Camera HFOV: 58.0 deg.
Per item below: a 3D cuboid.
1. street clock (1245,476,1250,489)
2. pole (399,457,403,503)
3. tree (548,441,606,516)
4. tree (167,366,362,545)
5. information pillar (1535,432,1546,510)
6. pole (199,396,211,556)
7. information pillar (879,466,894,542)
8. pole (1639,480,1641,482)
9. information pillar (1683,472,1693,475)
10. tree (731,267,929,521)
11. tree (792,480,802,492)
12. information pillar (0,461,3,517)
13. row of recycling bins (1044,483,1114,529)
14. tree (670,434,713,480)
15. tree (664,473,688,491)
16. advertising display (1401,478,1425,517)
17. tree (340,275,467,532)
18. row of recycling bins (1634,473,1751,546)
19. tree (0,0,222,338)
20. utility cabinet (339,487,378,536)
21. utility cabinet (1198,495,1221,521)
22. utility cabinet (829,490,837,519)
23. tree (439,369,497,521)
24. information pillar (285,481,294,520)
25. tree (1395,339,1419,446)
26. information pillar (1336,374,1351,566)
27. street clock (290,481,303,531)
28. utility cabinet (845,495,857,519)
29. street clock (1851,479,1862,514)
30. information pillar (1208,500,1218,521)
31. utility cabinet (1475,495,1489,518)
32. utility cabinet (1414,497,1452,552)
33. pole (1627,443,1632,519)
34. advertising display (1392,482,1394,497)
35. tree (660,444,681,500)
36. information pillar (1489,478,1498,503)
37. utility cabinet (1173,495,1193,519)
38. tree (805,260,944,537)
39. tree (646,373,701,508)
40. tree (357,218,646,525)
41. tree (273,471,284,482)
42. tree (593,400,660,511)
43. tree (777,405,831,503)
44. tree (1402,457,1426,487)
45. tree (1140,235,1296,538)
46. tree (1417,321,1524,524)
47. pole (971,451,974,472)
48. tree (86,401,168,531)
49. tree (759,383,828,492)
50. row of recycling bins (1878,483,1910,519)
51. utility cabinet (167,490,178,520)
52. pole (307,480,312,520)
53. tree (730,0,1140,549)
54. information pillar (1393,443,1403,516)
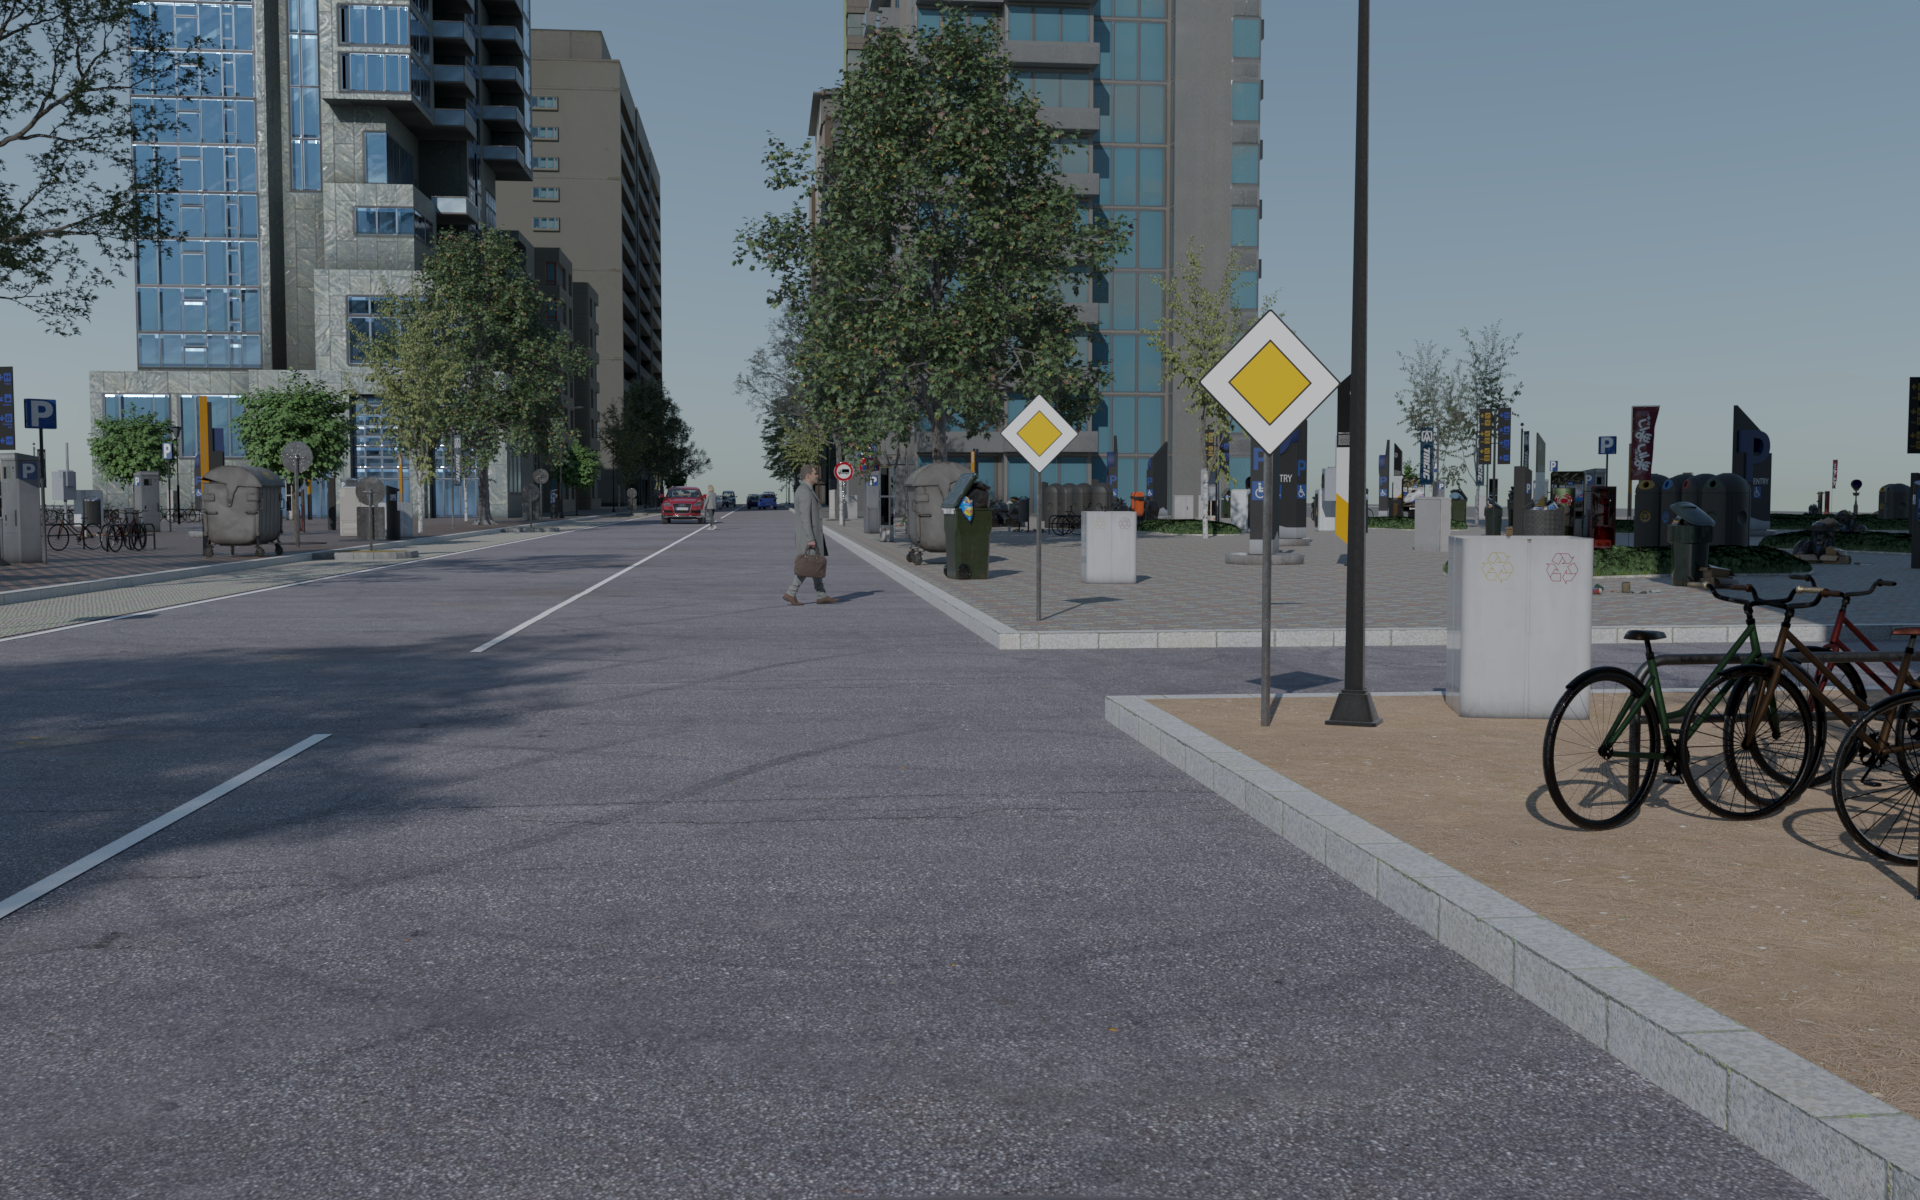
[{"bbox_3d":[11.754,-3.998,69.931,0.471,2.002,0.358,0,4,4],"label":"street clock"},{"bbox_3d":[-28.638,-5.804,88.746,0.158,3.312,0.155,0,3,0],"label":"pole"},{"bbox_3d":[-22.324,-7.185,101.183,4.285,4.588,4.351,0,3,0],"label":"tree"},{"bbox_3d":[-17.033,-3.720,44.535,4.285,4.588,4.351,0,3,0],"label":"tree"},{"bbox_3d":[22.096,-4.565,65.985,0.504,3.616,0.183,-2,4,-35],"label":"information pillar"},{"bbox_3d":[-15.678,-2.576,35.967,0.158,3.312,0.155,0,3,0],"label":"pole"},{"bbox_3d":[-1.950,-2.547,46.129,0.304,2.012,0.304,1,4,18],"label":"information pillar"},{"bbox_3d":[24.541,-4.193,62.399,0.158,3.312,0.155,0,3,0],"label":"pole"},{"bbox_3d":[24.689,-3.321,58.792,0.304,2.012,0.304,2,4,32],"label":"information pillar"},{"bbox_3d":[-5.742,-10.591,83.538,12.009,13.543,11.850,0,3,0],"label":"tree"},{"bbox_3d":[-18.301,-12.356,196.618,1.663,3.219,1.824,0,3,0],"label":"tree"},{"bbox_3d":[-21.328,-2.095,38.747,0.304,2.012,0.304,3,5,40],"label":"information pillar"},{"bbox_3d":[4.387,-3.501,64.355,1.069,1.692,3.534,-3,4,-36],"label":"row of recycling bins"},{"bbox_3d":[-39.129,-19.067,246.160,8.767,10.594,7.601,0,4,-3],"label":"tree"},{"bbox_3d":[-35.289,-14.105,214.329,4.285,4.588,4.351,0,3,0],"label":"tree"},{"bbox_3d":[17.840,-3.852,68.201,0.974,1.923,0.123,-1,4,-15],"label":"advertising display"},{"bbox_3d":[-18.183,-6.552,57.482,4.737,8.622,4.395,0,3,0],"label":"tree"},{"bbox_3d":[14.817,-1.711,35.093,1.069,1.692,3.534,0,4,-6],"label":"row of recycling bins"},{"bbox_3d":[-13.665,-5.353,21.939,8.767,10.594,7.601,-1,4,-15],"label":"tree"},{"bbox_3d":[-18.094,-2.661,52.185,1.173,1.500,0.318,1,4,15],"label":"utility cabinet"},{"bbox_3d":[11.654,-4.259,80.803,1.020,1.237,0.306,1,4,19],"label":"utility cabinet"},{"bbox_3d":[-6.419,-4.897,88.741,0.318,1.500,1.173,1,4,11],"label":"utility cabinet"},{"bbox_3d":[-23.455,-8.040,81.816,4.360,8.622,3.978,0,3,0],"label":"tree"},{"bbox_3d":[-32.909,-4.925,85.022,0.304,2.012,0.304,-1,4,-8],"label":"information pillar"},{"bbox_3d":[22.355,-8.036,81.748,4.360,8.622,3.978,0,3,0],"label":"tree"},{"bbox_3d":[6.947,-2.411,30.772,0.504,3.616,0.183,1,4,19],"label":"information pillar"},{"bbox_3d":[-22.739,-3.354,59.403,0.471,2.002,0.358,-2,4,-32],"label":"street clock"},{"bbox_3d":[-5.878,-4.853,90.514,1.020,1.237,0.306,-2,4,-30],"label":"utility cabinet"},{"bbox_3d":[43.963,-4.918,84.980,0.471,2.002,0.358,1,4,11],"label":"street clock"},{"bbox_3d":[9.601,-3.749,65.793,0.304,2.012,0.304,-1,4,-16],"label":"information pillar"},{"bbox_3d":[28.151,-4.996,92.843,1.020,1.237,0.306,0,4,5],"label":"utility cabinet"},{"bbox_3d":[10.618,-1.697,38.902,0.306,1.237,1.020,-1,4,-18],"label":"utility cabinet"},{"bbox_3d":[26.991,-4.643,69.754,0.158,3.312,0.155,0,3,0],"label":"pole"},{"bbox_3d":[23.479,-5.381,93.189,0.123,1.923,0.974,3,4,36],"label":"advertising display"},{"bbox_3d":[-31.603,-14.229,183.004,4.737,8.622,4.395,0,3,0],"label":"tree"},{"bbox_3d":[25.129,-4.718,81.625,0.304,2.012,0.304,-2,4,-27],"label":"information pillar"},{"bbox_3d":[11.613,-4.827,90.075,1.020,1.237,0.306,-1,4,-10],"label":"utility cabinet"},{"bbox_3d":[-1.887,-6.181,51.419,4.360,8.622,3.978,0,3,0],"label":"tree"},{"bbox_3d":[-29.559,-15.145,164.627,9.611,12.733,9.660,0,3,0],"label":"tree"},{"bbox_3d":[-20.047,-9.504,72.405,9.611,12.733,9.660,0,3,0],"label":"tree"},{"bbox_3d":[-27.802,-4.578,69.449,1.663,3.219,1.824,0,3,0],"label":"tree"},{"bbox_3d":[-25.985,-11.172,133.025,4.737,8.622,4.395,0,3,0],"label":"tree"},{"bbox_3d":[-10.670,-10.484,121.779,4.737,8.622,4.395,0,3,0],"label":"tree"},{"bbox_3d":[23.037,-5.778,89.065,1.663,3.219,1.824,0,3,0],"label":"tree"},{"bbox_3d":[7.372,-6.099,50.077,4.737,8.622,4.395,0,3,0],"label":"tree"},{"bbox_3d":[21.942,-7.529,73.464,4.360,8.622,3.978,0,3,0],"label":"tree"},{"bbox_3d":[0.610,-5.451,82.969,0.158,3.312,0.155,0,3,0],"label":"pole"},{"bbox_3d":[-29.225,-4.751,61.385,4.285,4.588,4.351,0,3,0],"label":"tree"},{"bbox_3d":[-16.762,-15.740,175.477,7.486,12.596,7.792,0,3,0],"label":"tree"},{"bbox_3d":[36.325,-3.677,67.225,1.069,1.692,3.534,2,4,23],"label":"row of recycling bins"},{"bbox_3d":[-39.270,-4.758,86.472,0.318,1.500,1.173,-1,4,-11],"label":"utility cabinet"},{"bbox_3d":[-32.527,-5.672,86.584,0.158,3.312,0.155,0,3,0],"label":"pole"},{"bbox_3d":[-0.503,-7.550,40.449,9.611,12.733,9.660,0,3,0],"label":"tree"},{"bbox_3d":[20.025,-5.376,79.254,0.183,3.616,0.504,-2,4,-30],"label":"information pillar"}]
